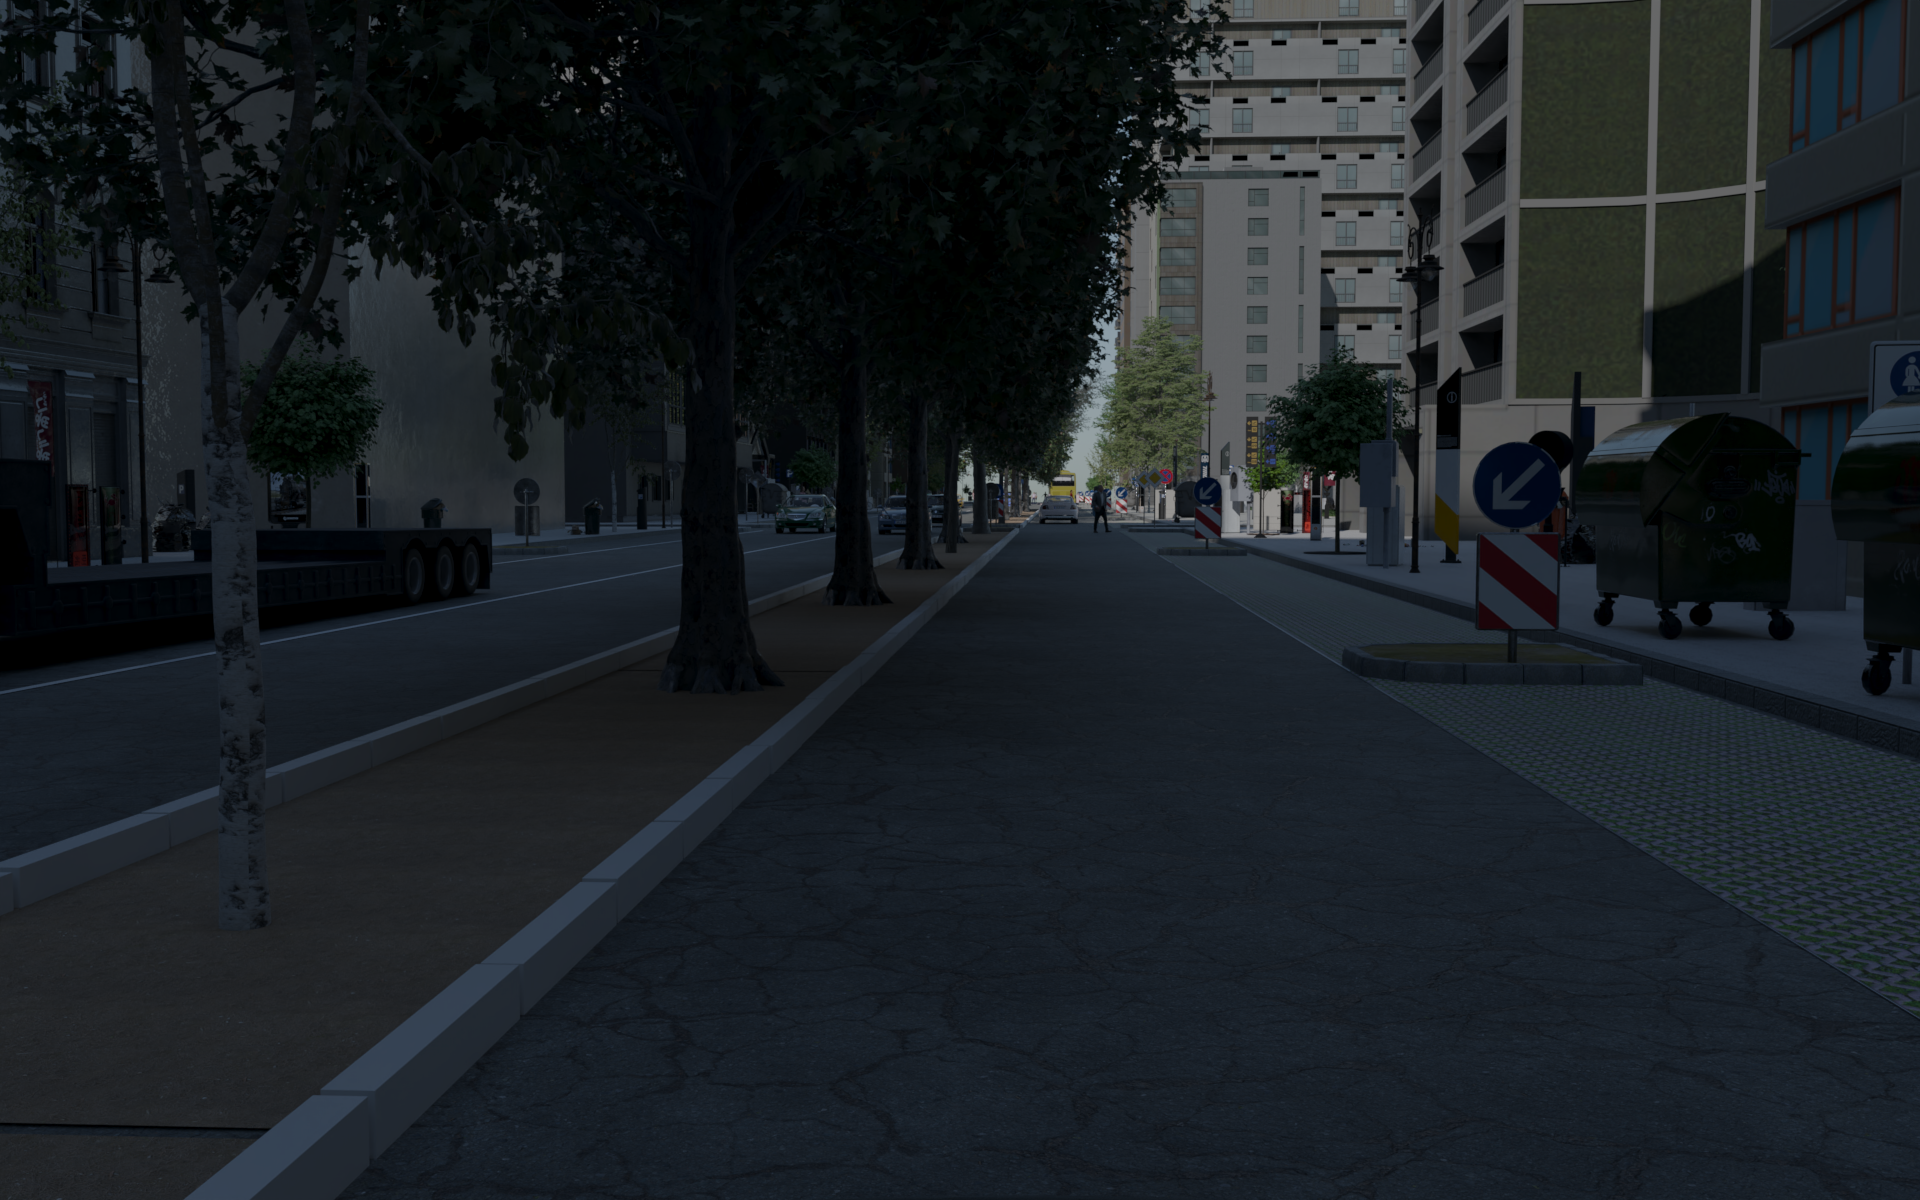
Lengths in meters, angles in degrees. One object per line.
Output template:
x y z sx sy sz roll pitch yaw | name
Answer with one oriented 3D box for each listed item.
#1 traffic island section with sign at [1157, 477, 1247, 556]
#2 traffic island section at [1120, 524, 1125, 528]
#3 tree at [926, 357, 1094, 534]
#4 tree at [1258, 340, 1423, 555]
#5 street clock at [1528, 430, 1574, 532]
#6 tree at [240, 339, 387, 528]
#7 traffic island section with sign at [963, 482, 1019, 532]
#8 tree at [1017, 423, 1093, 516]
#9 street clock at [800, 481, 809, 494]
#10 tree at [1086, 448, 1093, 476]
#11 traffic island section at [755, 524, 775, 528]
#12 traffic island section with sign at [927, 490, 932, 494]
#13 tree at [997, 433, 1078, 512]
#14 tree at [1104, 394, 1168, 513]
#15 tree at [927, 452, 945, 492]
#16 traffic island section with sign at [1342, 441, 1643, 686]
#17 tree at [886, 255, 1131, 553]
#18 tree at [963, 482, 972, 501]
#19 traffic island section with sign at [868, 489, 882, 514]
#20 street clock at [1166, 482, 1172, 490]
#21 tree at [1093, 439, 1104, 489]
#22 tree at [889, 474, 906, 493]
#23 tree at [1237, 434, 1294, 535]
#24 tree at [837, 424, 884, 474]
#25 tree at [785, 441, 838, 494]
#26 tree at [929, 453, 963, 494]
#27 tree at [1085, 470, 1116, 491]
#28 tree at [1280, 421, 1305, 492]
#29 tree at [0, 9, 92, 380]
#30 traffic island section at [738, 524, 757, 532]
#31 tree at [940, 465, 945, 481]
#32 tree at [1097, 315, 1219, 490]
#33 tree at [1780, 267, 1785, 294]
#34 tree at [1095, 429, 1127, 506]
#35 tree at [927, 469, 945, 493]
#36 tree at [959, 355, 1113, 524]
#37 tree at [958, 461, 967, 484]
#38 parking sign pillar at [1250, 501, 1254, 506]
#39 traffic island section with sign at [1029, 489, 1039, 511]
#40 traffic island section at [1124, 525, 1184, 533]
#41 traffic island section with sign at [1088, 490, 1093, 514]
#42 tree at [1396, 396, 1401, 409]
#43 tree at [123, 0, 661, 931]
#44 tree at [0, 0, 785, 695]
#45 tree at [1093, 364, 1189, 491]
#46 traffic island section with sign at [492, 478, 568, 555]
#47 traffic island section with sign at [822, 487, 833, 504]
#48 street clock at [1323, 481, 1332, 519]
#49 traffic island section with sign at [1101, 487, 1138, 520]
5.659 -1.967 40.788 1.989 1.847 2.006 0 4 3 | traffic island section with sign
7.820 -3.127 73.409 2.009 0.180 2.903 0 4 3 | traffic island section
0.766 -9.327 61.601 9.857 13.997 8.962 0 3 0 | tree
8.196 -3.264 37.078 4.285 4.588 4.351 0 3 0 | tree
6.726 -0.931 19.799 0.358 2.002 0.471 -3 5 -44 | street clock
-13.251 -3.134 34.947 4.285 4.588 4.351 0 3 0 | tree
1.138 -3.541 66.026 2.006 1.907 1.989 0 4 3 | traffic island section with sign
3.688 -11.402 114.634 9.928 11.665 9.643 0 3 0 | tree
-8.865 -5.777 99.030 0.471 2.002 0.358 -1 4 -19 | street clock
14.589 -12.735 158.575 4.737 8.622 4.395 0 3 0 | tree
-8.695 -3.184 74.342 2.009 0.180 2.903 0 4 3 | traffic island section
-3.116 -10.069 173.262 1.989 1.847 2.006 0 4 3 | traffic island section with sign
5.343 -13.140 135.431 7.486 12.596 7.792 0 3 0 | tree
12.803 -10.261 118.133 4.737 8.622 4.395 0 3 0 | tree
-3.805 -15.045 196.344 4.737 8.622 4.395 0 3 0 | tree
4.147 -0.321 13.875 1.989 1.847 2.006 0 4 3 | traffic island section with sign
-0.257 -6.382 41.223 8.767 10.594 7.601 0 4 3 | tree
1.067 -17.758 284.946 1.663 3.219 1.824 0 3 0 | tree
-5.886 -7.064 124.124 1.989 1.847 2.006 0 4 3 | traffic island section with sign
11.499 -5.563 95.518 0.358 2.002 0.471 -1 4 -11 | street clock
14.796 -12.039 147.199 4.737 8.622 4.395 0 3 0 | tree
-5.812 -10.334 163.564 1.663 3.219 1.824 0 3 0 | tree
9.490 -3.633 54.006 1.663 3.219 1.824 0 3 0 | tree
-7.729 -11.144 132.568 4.737 8.622 4.395 0 3 0 | tree
-9.134 -7.580 107.654 4.285 4.588 4.351 0 3 0 | tree
-2.406 -18.865 226.575 7.486 12.596 7.792 0 3 0 | tree
20.885 -17.061 262.656 4.285 4.588 4.351 0 3 0 | tree
28.439 -11.902 144.958 4.360 8.622 3.978 0 3 0 | tree
-13.996 -4.453 23.165 4.737 8.622 4.395 0 3 0 | tree
-9.145 -2.697 66.370 2.009 0.180 2.903 0 4 3 | traffic island section
-2.059 -18.087 246.081 4.360 8.622 3.978 0 3 0 | tree
12.666 -11.771 110.575 7.486 12.596 7.792 0 3 0 | tree
17.716 -4.992 31.981 4.737 8.622 4.395 0 3 0 | tree
16.134 -14.086 180.665 4.360 8.622 3.978 0 3 0 | tree
-3.510 -14.010 212.775 4.285 4.588 4.351 0 3 0 | tree
2.500 -11.073 93.870 12.009 13.543 11.850 0 3 0 | tree
-0.856 -19.062 262.024 4.737 8.622 4.395 0 3 0 | tree
23.968 -9.406 142.266 1.447 3.967 1.447 -3 4 -38 | parking sign pillar
5.790 -8.581 148.441 2.006 1.907 1.989 0 4 3 | traffic island section with sign
7.370 -2.639 65.436 2.009 0.180 2.903 0 4 3 | traffic island section
10.269 -6.966 122.522 1.989 1.847 2.006 0 4 3 | traffic island section with sign
32.282 -10.764 126.347 4.360 8.622 3.978 0 3 0 | tree
-2.360 -3.205 5.222 4.360 8.622 3.978 0 3 0 | tree
-1.820 -5.678 12.304 9.611 12.733 9.660 0 3 0 | tree
14.146 -12.883 136.388 9.928 11.665 9.643 0 3 0 | tree
-10.541 -2.021 41.673 1.989 1.847 2.006 0 4 3 | traffic island section with sign
-7.421 -5.402 96.944 1.989 1.847 2.006 0 4 3 | traffic island section with sign
18.927 -5.185 89.344 0.471 2.002 0.358 -2 4 -26 | street clock
8.692 -5.261 94.640 1.989 1.847 2.006 0 4 3 | traffic island section with sign
